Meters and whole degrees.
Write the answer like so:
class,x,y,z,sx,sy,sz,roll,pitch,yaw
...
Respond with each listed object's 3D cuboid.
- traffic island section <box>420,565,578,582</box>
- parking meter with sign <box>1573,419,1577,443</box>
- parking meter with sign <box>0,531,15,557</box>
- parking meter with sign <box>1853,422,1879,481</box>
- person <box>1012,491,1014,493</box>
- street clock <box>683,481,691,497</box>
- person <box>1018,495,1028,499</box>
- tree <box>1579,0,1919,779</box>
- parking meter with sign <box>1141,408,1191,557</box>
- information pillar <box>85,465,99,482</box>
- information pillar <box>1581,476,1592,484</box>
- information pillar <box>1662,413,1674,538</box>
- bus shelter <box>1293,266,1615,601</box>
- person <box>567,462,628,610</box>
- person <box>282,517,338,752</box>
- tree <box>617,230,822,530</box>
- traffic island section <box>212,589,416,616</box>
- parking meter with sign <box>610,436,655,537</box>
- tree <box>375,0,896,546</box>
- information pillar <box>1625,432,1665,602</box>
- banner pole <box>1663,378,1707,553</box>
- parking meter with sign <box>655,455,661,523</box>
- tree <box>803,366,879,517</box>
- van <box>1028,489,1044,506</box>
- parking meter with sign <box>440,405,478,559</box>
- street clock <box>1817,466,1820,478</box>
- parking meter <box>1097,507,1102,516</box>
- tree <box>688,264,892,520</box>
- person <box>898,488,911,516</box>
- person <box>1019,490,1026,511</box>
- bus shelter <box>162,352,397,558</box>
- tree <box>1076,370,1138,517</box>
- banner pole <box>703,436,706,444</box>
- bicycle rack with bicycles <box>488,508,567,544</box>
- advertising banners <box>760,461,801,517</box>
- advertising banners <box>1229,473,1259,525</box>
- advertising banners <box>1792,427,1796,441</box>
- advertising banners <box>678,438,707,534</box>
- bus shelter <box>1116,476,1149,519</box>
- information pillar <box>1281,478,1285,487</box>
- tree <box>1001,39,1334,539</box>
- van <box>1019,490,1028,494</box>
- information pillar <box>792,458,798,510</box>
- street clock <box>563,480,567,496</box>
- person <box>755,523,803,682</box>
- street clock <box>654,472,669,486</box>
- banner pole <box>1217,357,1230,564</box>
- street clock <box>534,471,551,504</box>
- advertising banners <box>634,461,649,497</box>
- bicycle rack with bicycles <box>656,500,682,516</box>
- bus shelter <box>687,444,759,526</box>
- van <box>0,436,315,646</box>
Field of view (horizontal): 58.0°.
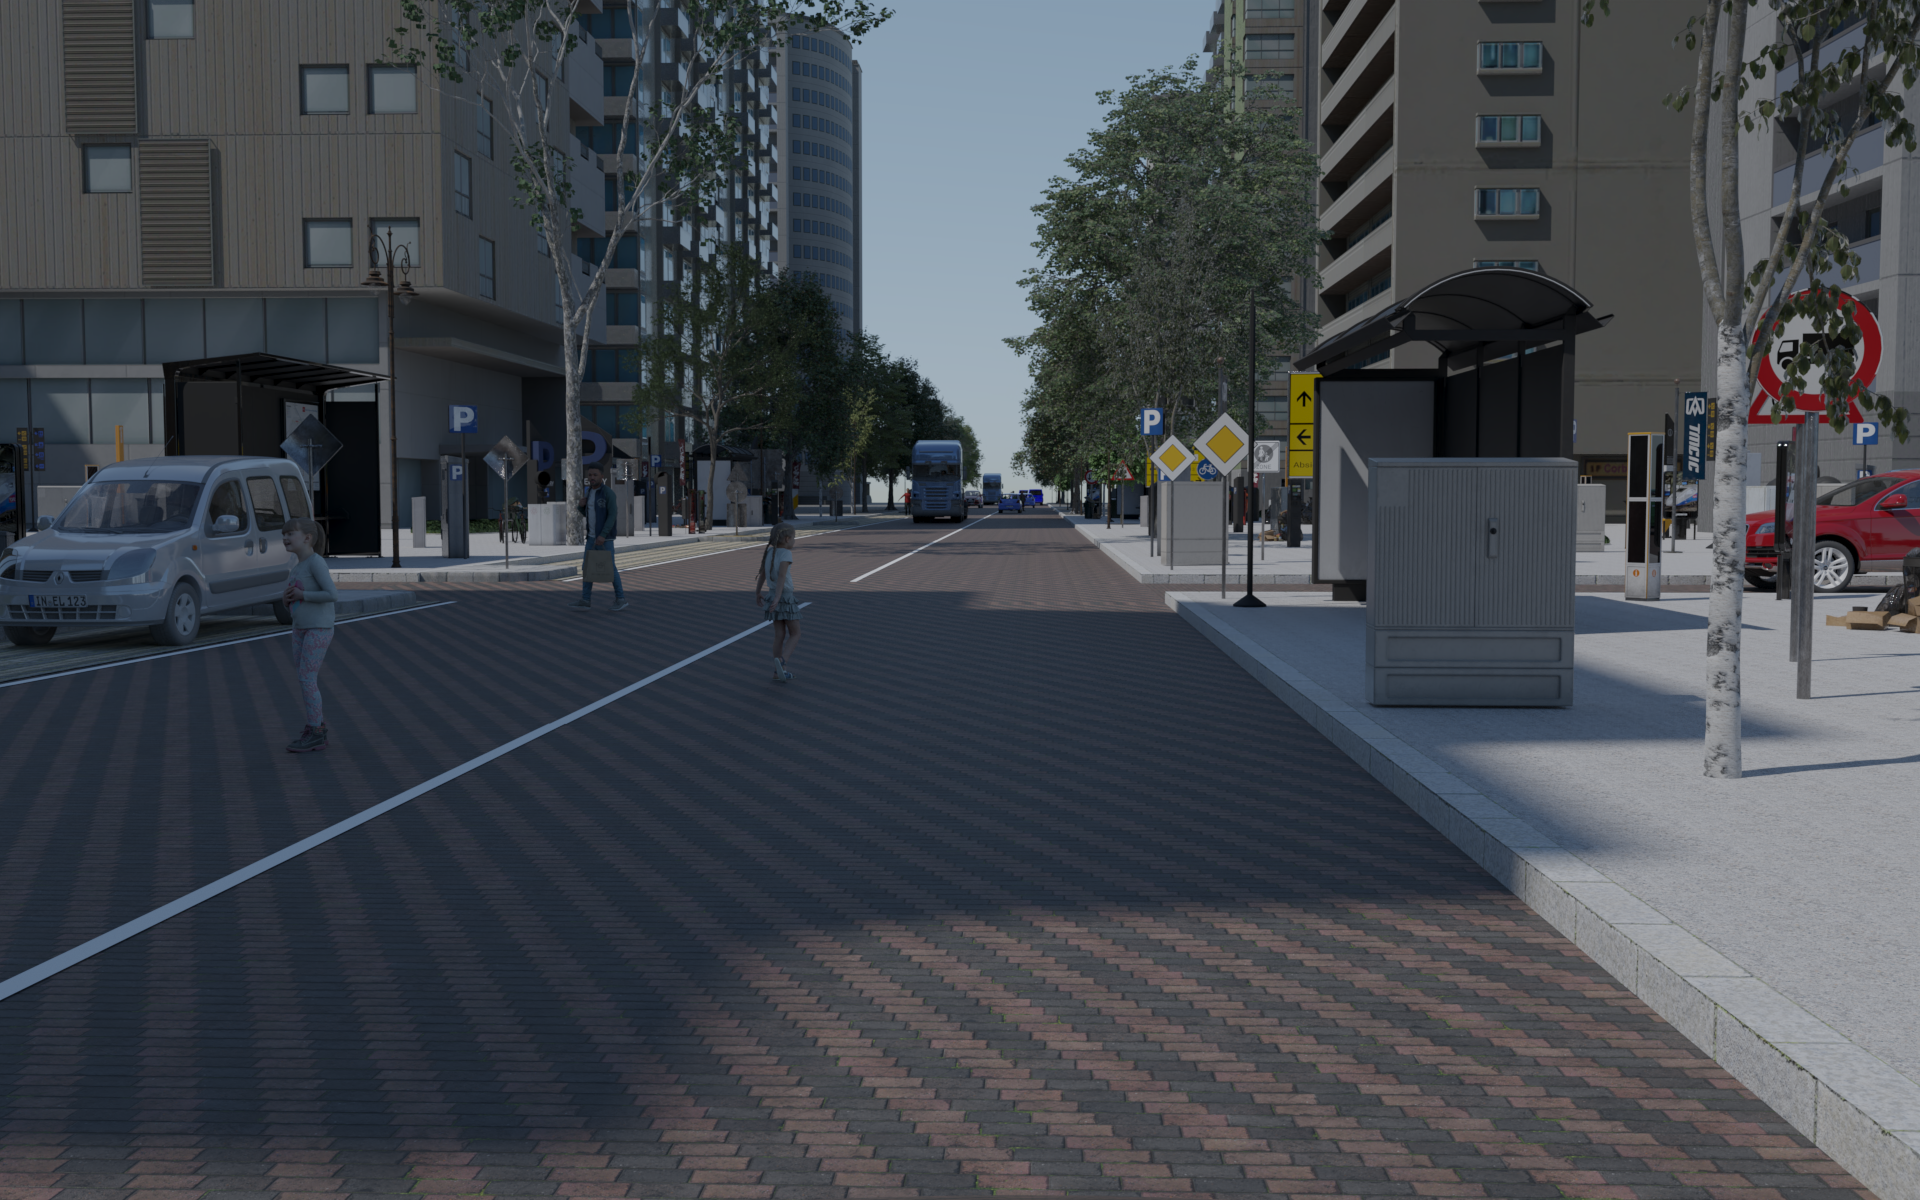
class,x,y,z,sx,sy,sz,roll,pitch,yaw
traffic island section,-7.788,-0.454,29.706,2.009,0.180,2.903,0,4,2
parking meter with sign,13.526,-2.722,40.763,1.738,3.016,0.543,2,4,31
parking meter with sign,-11.623,-1.417,19.421,1.738,3.016,0.543,-1,4,-15
parking meter with sign,22.411,-2.848,42.819,0.543,3.016,1.738,2,4,31
person,4.501,-8.400,146.775,0.436,1.711,0.756,-1,4,-20
street clock,-14.733,-5.455,93.765,0.358,2.002,0.471,2,4,30
person,6.199,-10.083,174.077,1.217,1.735,0.721,0,4,8
tree,3.684,-3.496,7.516,4.360,8.622,3.978,0,3,0
parking meter with sign,4.455,-2.420,35.829,0.543,3.016,1.738,3,5,41
information pillar,-21.910,-2.403,43.776,0.304,2.012,0.304,-2,4,-30
information pillar,25.095,-3.974,69.466,0.304,2.012,0.304,-1,4,-19
information pillar,20.565,-3.599,50.197,0.504,3.616,0.183,-2,4,-33
bus shelter,4.894,-1.482,18.162,2.014,3.302,5.546,0,4,3
person,-4.395,-0.774,21.147,0.713,1.824,0.794,-2,4,-32
person,-3.676,0.186,9.742,0.425,1.301,0.394,2,4,24
tree,-8.608,-7.746,61.053,7.601,10.594,8.767,1,4,12
traffic island section,-8.130,0.034,21.728,2.009,0.180,2.903,0,4,2
parking meter with sign,-10.183,-3.422,52.205,1.738,3.016,0.543,-1,4,-10
tree,-8.418,-11.357,41.568,12.611,20.169,13.585,0,3,0
information pillar,8.214,-0.996,20.784,0.304,2.012,0.304,-3,4,-36
banner pole,15.712,-2.902,37.469,0.863,3.779,0.401,3,4,38
parking meter with sign,-13.949,-4.970,77.527,0.543,3.016,1.738,-2,4,-32
tree,-7.549,-8.934,96.440,4.737,8.622,4.395,0,3,0
van,9.251,-12.800,213.660,2.240,2.365,5.245,0,4,1
parking meter with sign,-10.116,-2.355,34.759,0.543,3.016,1.738,-2,4,-27
street clock,21.425,-2.384,43.556,0.358,2.002,0.471,1,4,13
parking meter,8.248,-5.776,102.849,0.372,1.533,0.369,0,3,0
tree,-8.574,-10.356,86.320,9.611,12.733,9.660,0,3,0
person,-3.413,-6.427,113.521,1.348,1.831,0.705,0,4,-3
person,5.295,-8.373,145.956,0.434,1.755,0.990,3,5,40
bus shelter,-12.289,-2.478,31.806,1.731,3.624,6.357,0,4,3
tree,8.422,-9.051,98.350,4.737,8.622,4.395,0,3,0
banner pole,-10.900,-5.229,75.504,0.863,3.779,0.401,-2,4,-27
bicycle rack with bicycles,-11.184,-1.976,45.684,2.852,0.926,2.925,0,4,-5
advertising banners,-9.497,-5.902,92.691,2.074,3.025,0.090,-1,4,-13
advertising banners,11.550,-4.581,71.086,0.090,3.025,2.074,-3,4,-38
advertising banners,21.311,-3.012,45.431,0.090,3.025,2.074,-2,4,-32
advertising banners,-8.581,-3.625,55.459,0.090,3.025,2.074,1,4,16
bus shelter,8.545,-5.564,84.890,2.014,3.302,5.546,0,4,2
information pillar,14.982,-4.611,79.885,0.304,2.012,0.304,3,4,36
tree,5.836,-8.749,49.704,9.857,13.997,8.962,0,3,0
van,9.549,-15.255,253.797,2.240,2.365,5.245,0,4,4
information pillar,-9.620,-6.652,100.110,0.504,3.616,0.183,-1,4,-20
street clock,-14.943,-3.778,66.339,0.471,2.002,0.358,2,4,32
person,-1.443,0.011,13.336,0.505,1.210,0.382,3,5,44
street clock,-9.583,-3.130,55.739,0.471,2.002,0.358,-3,5,-40
banner pole,4.840,-2.565,31.954,0.401,3.779,0.863,1,4,20
street clock,-13.090,-3.044,54.340,0.471,2.002,0.358,-3,5,-44
advertising banners,-17.406,-5.893,92.533,2.074,3.025,0.090,2,4,28
bicycle rack with bicycles,-17.121,-5.511,103.491,2.852,0.926,2.925,3,5,40
bus shelter,-9.809,-4.779,72.066,2.014,3.302,5.546,0,4,3
van,-8.042,-0.647,17.590,2.013,2.044,4.112,0,4,2
